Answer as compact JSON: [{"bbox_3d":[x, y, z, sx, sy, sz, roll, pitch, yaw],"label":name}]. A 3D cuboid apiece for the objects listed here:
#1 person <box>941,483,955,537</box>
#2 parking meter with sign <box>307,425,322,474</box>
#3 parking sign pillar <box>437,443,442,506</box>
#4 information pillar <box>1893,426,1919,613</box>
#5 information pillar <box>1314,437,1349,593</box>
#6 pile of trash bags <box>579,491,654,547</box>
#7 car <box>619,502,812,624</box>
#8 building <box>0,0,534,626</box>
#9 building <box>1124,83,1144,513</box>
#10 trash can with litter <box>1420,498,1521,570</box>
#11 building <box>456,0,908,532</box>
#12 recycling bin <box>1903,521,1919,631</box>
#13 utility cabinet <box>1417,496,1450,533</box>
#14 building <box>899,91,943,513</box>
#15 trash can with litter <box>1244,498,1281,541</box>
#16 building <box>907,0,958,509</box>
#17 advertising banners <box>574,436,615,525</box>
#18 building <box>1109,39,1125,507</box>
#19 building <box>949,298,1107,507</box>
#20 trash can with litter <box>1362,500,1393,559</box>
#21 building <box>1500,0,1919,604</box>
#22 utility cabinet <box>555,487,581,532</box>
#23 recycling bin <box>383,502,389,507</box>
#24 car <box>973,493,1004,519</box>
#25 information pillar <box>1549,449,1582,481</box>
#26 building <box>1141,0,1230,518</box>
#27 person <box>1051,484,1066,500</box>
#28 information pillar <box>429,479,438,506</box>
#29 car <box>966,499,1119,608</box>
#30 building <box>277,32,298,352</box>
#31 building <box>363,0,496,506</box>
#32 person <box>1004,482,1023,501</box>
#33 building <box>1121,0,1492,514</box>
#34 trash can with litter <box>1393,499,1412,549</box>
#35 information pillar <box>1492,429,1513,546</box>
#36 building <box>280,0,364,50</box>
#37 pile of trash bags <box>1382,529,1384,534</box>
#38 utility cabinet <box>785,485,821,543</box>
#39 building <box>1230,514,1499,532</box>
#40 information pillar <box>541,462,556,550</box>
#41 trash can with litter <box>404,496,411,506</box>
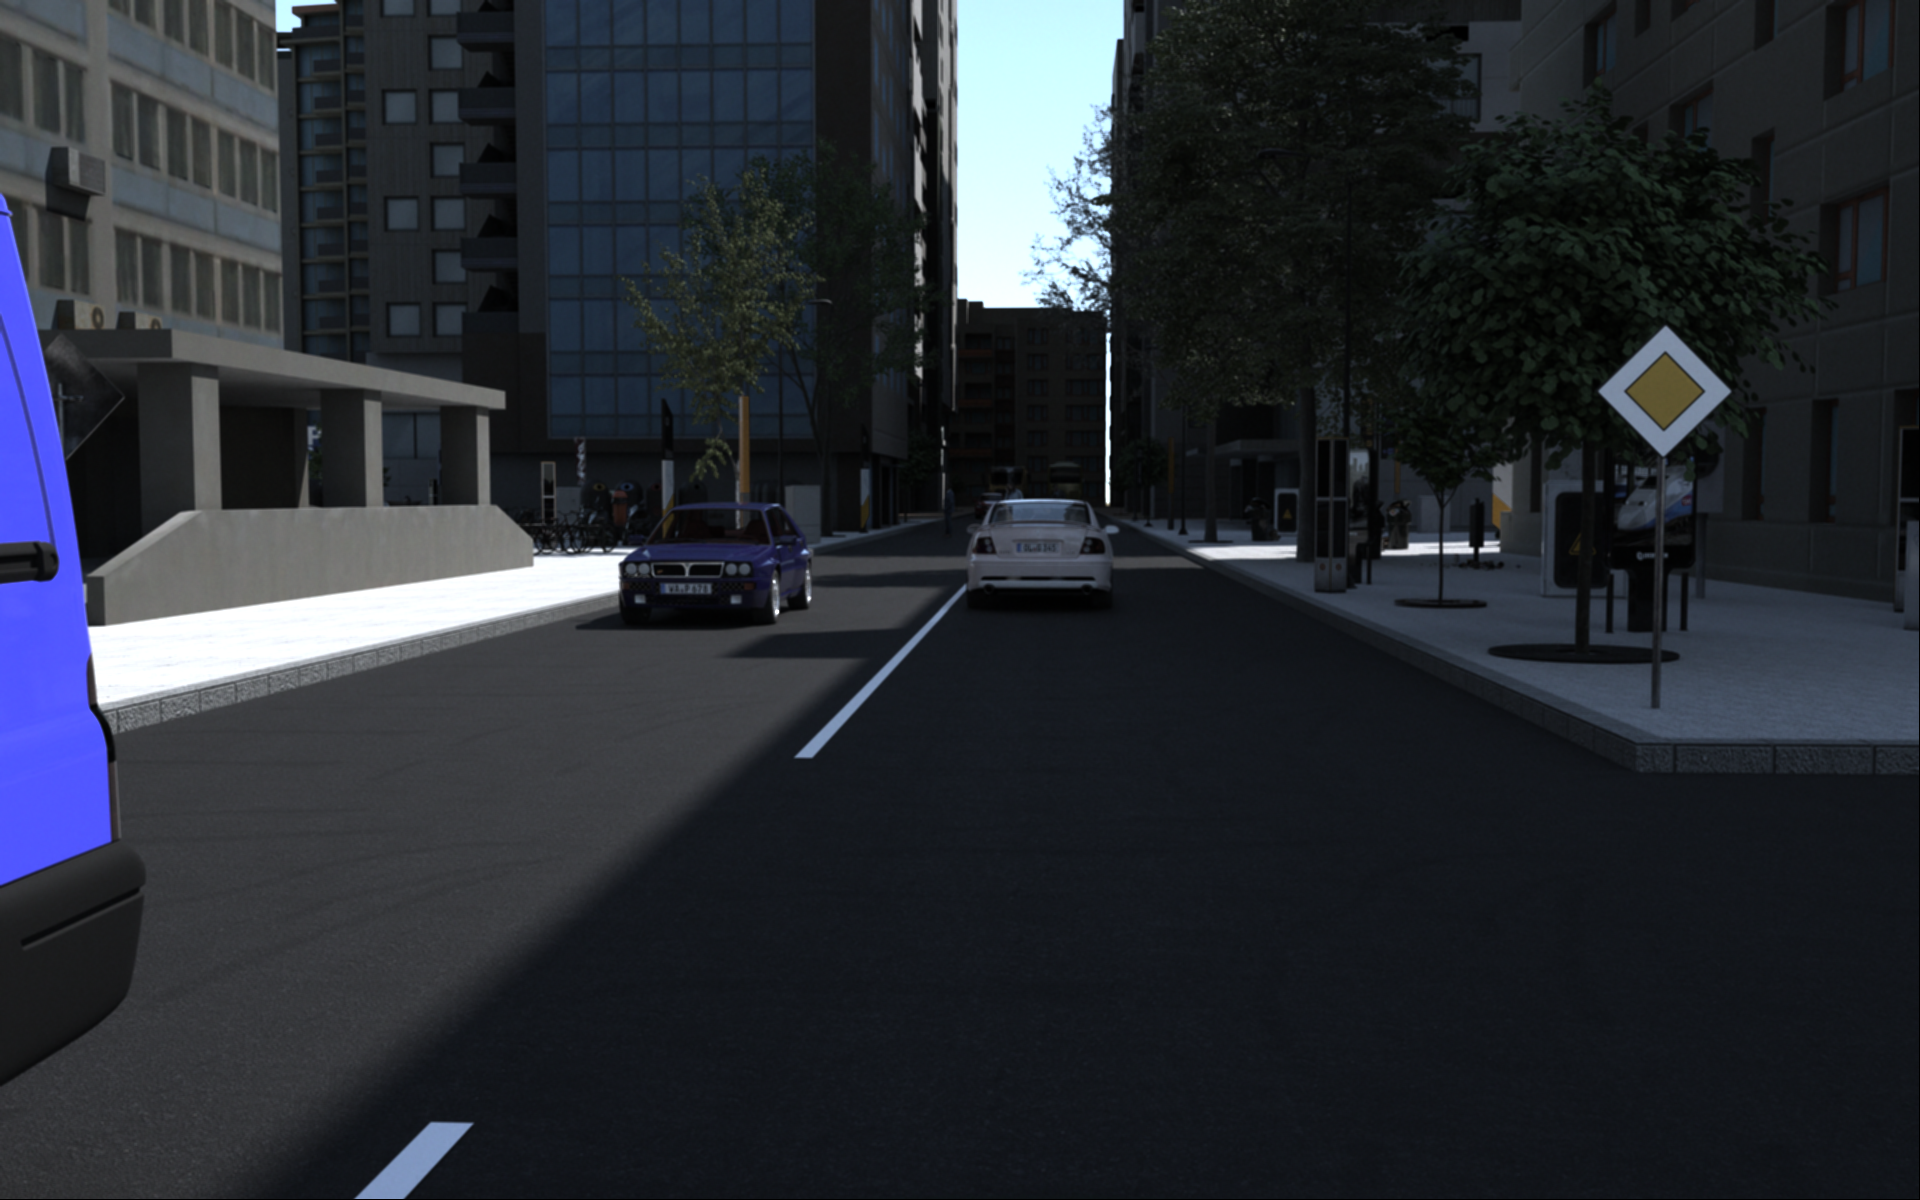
[{"bbox_3d":[-0.378,-2.997,57.683,0.419,1.800,0.721,-1,4,-9],"label":"person"},{"bbox_3d":[-16.259,-2.959,44.647,0.543,3.016,1.738,0,4,1],"label":"parking meter with sign"},{"bbox_3d":[-19.587,-4.757,66.249,1.447,3.967,1.447,-2,4,-31],"label":"parking sign pillar"},{"bbox_3d":[10.320,-0.870,18.722,0.304,2.012,0.304,3,5,39],"label":"information pillar"},{"bbox_3d":[4.828,-1.102,22.512,0.304,2.012,0.304,-2,4,-32],"label":"information pillar"},{"bbox_3d":[-8.643,-2.082,43.785,1.912,1.369,3.447,-1,4,-10],"label":"pile of trash bags"},{"bbox_3d":[-2.805,-0.474,20.333,1.945,1.354,3.894,0,4,3],"label":"car"},{"bbox_3d":[-24.007,-20.275,23.381,32.217,40.220,23.993,0,4,3],"label":"building"},{"bbox_3d":[18.914,-21.613,125.071,14.160,30.474,14.107,0,4,3],"label":"building"},{"bbox_3d":[8.916,-1.170,30.194,1.678,1.210,2.233,1,4,14],"label":"trash can with litter"},{"bbox_3d":[-9.454,-25.343,64.467,14.600,45.320,14.200,0,4,3],"label":"building"},{"bbox_3d":[9.392,-0.226,16.252,0.722,1.027,0.722,-3,4,-37],"label":"recycling bin"},{"bbox_3d":[15.459,-2.773,56.507,1.020,1.237,0.306,0,4,-8],"label":"utility cabinet"},{"bbox_3d":[-8.692,-21.398,121.562,14.160,30.474,14.107,0,4,3],"label":"building"},{"bbox_3d":[8.287,-2.196,47.293,0.624,1.170,1.055,3,5,41],"label":"trash can with litter"},{"bbox_3d":[-13.851,-34.093,146.666,27.495,52.752,28.713,0,4,3],"label":"building"},{"bbox_3d":[-10.898,-3.419,52.082,2.074,3.025,0.090,3,4,37],"label":"advertising banners"},{"bbox_3d":[26.185,-33.899,177.945,21.600,48.544,21.300,0,4,3],"label":"building"},{"bbox_3d":[0.699,-20.761,184.487,28.899,21.520,27.650,0,4,3],"label":"building"},{"bbox_3d":[7.912,-1.399,34.262,0.624,1.170,1.055,-2,4,-26],"label":"trash can with litter"},{"bbox_3d":[25.595,-10.886,23.028,28.899,21.520,27.650,0,4,3],"label":"building"},{"bbox_3d":[-12.859,-2.983,57.452,1.173,1.500,0.318,0,4,8],"label":"utility cabinet"},{"bbox_3d":[-17.490,-2.444,52.520,0.722,1.027,0.722,0,4,-2],"label":"recycling bin"},{"bbox_3d":[1.860,-5.686,102.009,2.155,1.783,4.494,0,4,4],"label":"car"},{"bbox_3d":[9.302,-2.158,26.642,0.504,3.616,0.183,0,4,7],"label":"information pillar"},{"bbox_3d":[21.482,-34.307,102.923,21.231,58.520,28.212,0,4,3],"label":"building"},{"bbox_3d":[3.999,-3.777,70.067,0.655,1.846,0.447,1,4,16],"label":"person"},{"bbox_3d":[-25.782,-4.914,84.844,0.304,2.012,0.304,3,5,40],"label":"information pillar"},{"bbox_3d":[1.098,-0.661,23.170,2.083,1.381,4.827,0,4,4],"label":"car"},{"bbox_3d":[-63.186,-28.939,156.748,14.086,41.232,14.154,0,4,3],"label":"building"},{"bbox_3d":[-16.385,-31.270,100.508,28.713,52.752,27.495,0,4,3],"label":"building"},{"bbox_3d":[1.633,-2.571,50.803,0.793,1.790,0.793,0,4,-5],"label":"person"},{"bbox_3d":[27.538,-33.992,145.000,28.713,52.752,27.495,0,4,3],"label":"building"},{"bbox_3d":[10.068,-1.774,40.398,0.624,1.170,1.055,-1,4,-17],"label":"trash can with litter"},{"bbox_3d":[13.412,-3.142,42.719,0.504,3.616,0.183,2,4,31],"label":"information pillar"},{"bbox_3d":[-41.818,-30.396,151.595,28.867,44.769,22.147,0,4,3],"label":"building"},{"bbox_3d":[11.956,-2.839,56.176,3.447,1.369,1.912,0,4,5],"label":"pile of trash bags"},{"bbox_3d":[-4.033,-2.182,44.357,0.318,1.500,1.173,2,4,29],"label":"utility cabinet"},{"bbox_3d":[23.520,-29.401,69.948,28.713,52.752,27.495,0,4,3],"label":"building"},{"bbox_3d":[-9.441,-2.156,39.738,0.304,2.012,0.304,-1,4,-17],"label":"information pillar"},{"bbox_3d":[-21.960,-3.541,68.948,1.678,1.210,2.233,-2,4,-29],"label":"trash can with litter"}]
